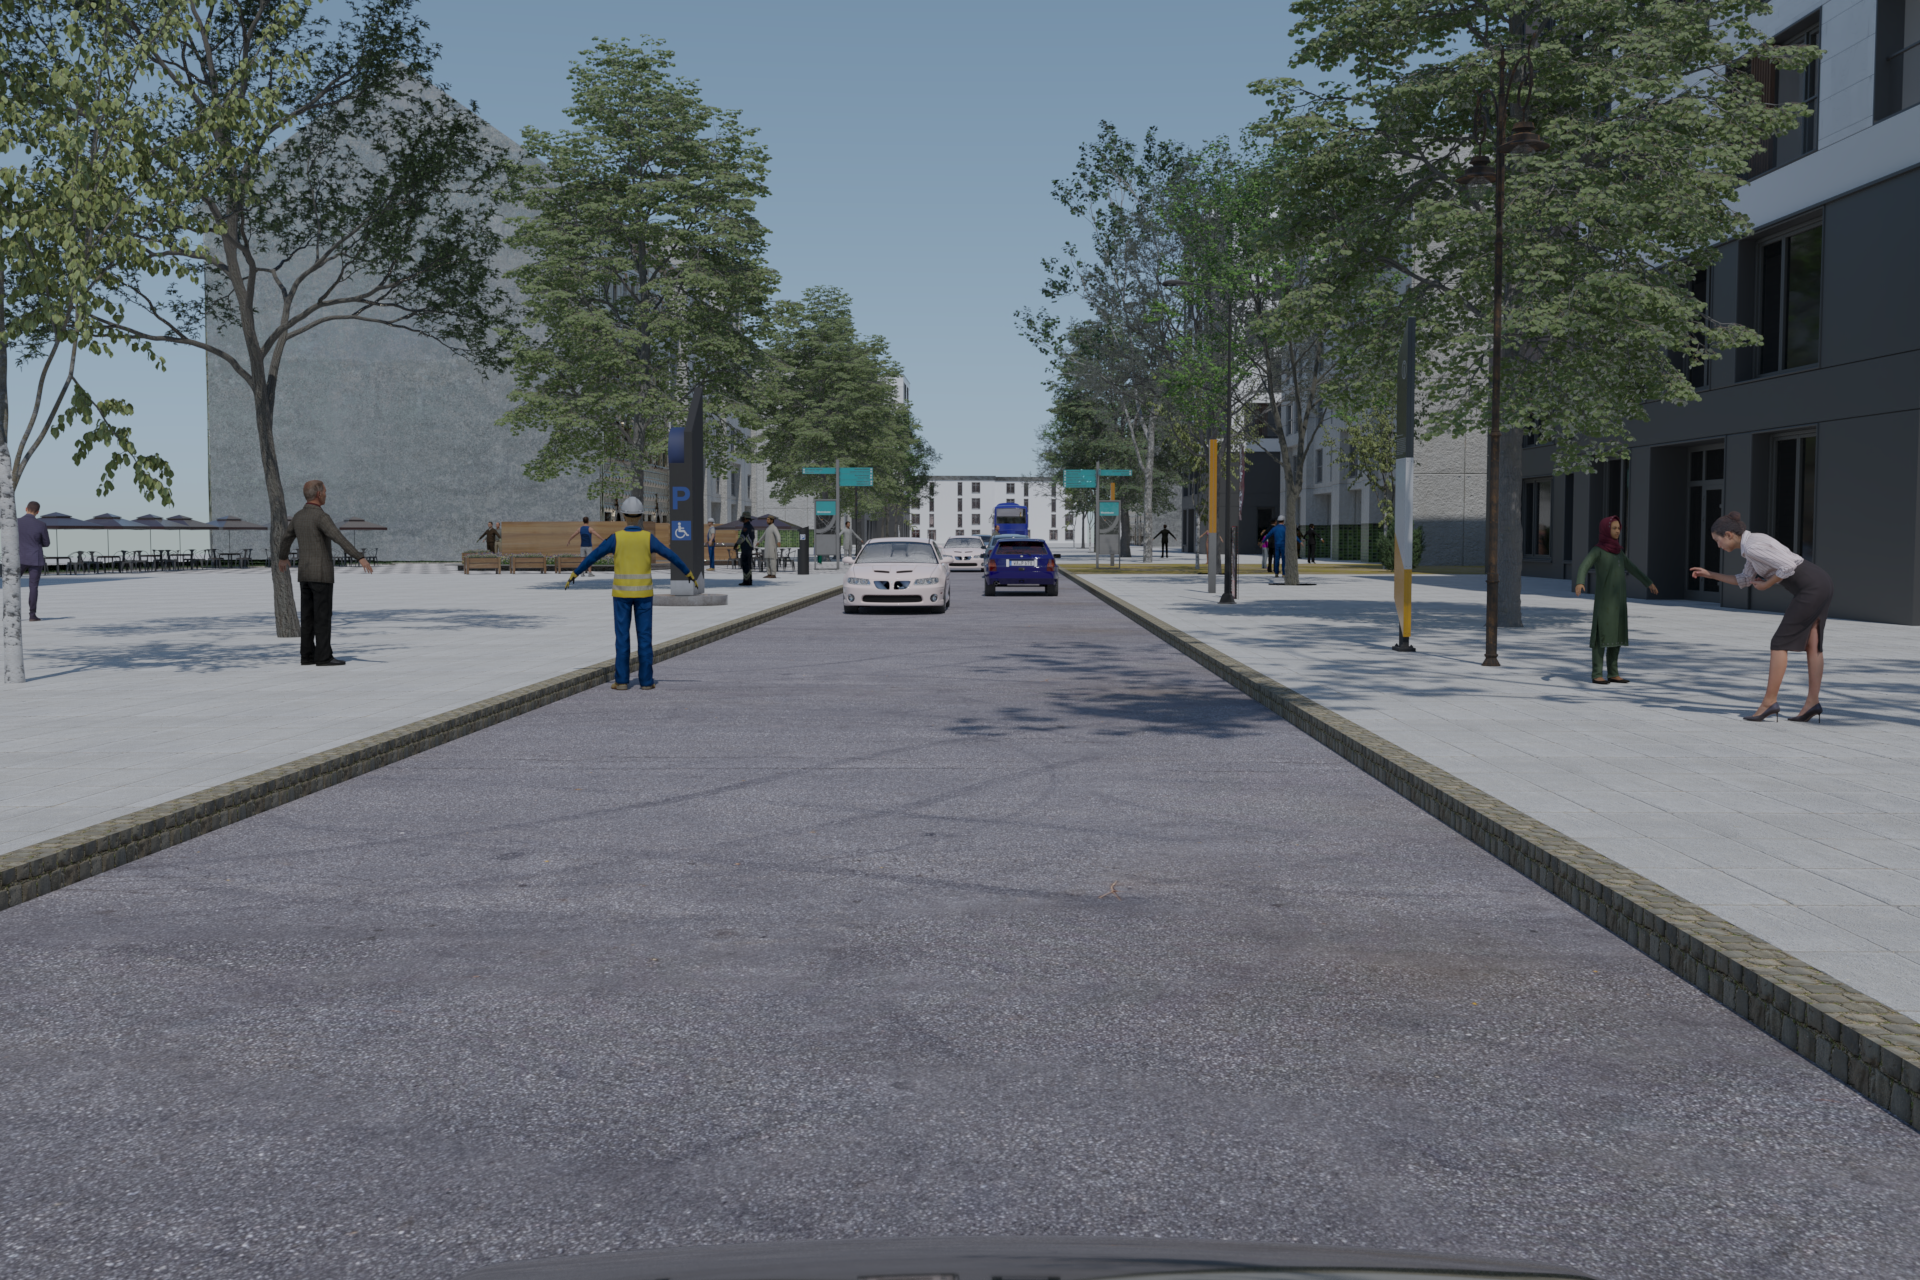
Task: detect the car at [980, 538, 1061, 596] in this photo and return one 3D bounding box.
[{"bbox_3d":[1.447,-1.753,41.239,1.945,1.354,3.894,0,4,1],"label":"car"}]

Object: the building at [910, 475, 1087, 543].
[{"bbox_3d":[4.501,-18.627,249.157,28.070,9.664,9.099,0,4,-6],"label":"building"}]

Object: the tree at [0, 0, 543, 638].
[{"bbox_3d":[-8.687,-5.314,21.299,7.601,10.594,8.767,0,4,8],"label":"tree"}]

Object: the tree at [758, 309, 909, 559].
[{"bbox_3d":[-6.410,-10.413,88.382,7.486,12.596,7.792,0,3,0],"label":"tree"}]

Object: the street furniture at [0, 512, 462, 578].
[{"bbox_3d":[-30.323,-3.645,64.629,14.083,1.986,27.439,1,4,15],"label":"street furniture"}]

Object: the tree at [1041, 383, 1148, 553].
[{"bbox_3d":[9.252,-11.802,118.722,9.928,11.665,9.643,0,3,0],"label":"tree"}]

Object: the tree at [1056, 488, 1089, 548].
[{"bbox_3d":[10.765,-12.914,161.507,4.737,8.622,4.395,0,3,0],"label":"tree"}]

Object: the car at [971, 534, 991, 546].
[{"bbox_3d":[1.265,-5.636,104.155,2.014,1.417,4.499,0,4,1],"label":"car"}]

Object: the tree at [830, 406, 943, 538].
[{"bbox_3d":[-5.547,-11.498,122.399,8.767,10.594,7.601,0,4,-7],"label":"tree"}]

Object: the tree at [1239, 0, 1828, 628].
[{"bbox_3d":[7.646,-6.476,24.014,7.486,12.596,7.792,0,3,0],"label":"tree"}]

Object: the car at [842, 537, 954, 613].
[{"bbox_3d":[-1.145,-1.250,32.797,2.083,1.381,4.827,0,4,1],"label":"car"}]

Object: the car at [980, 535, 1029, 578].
[{"bbox_3d":[1.676,-2.790,57.624,2.014,1.417,4.499,0,4,1],"label":"car"}]

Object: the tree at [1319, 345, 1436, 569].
[{"bbox_3d":[15.269,-6.877,62.809,4.737,8.622,4.395,0,3,0],"label":"tree"}]

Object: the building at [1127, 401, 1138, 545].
[{"bbox_3d":[29.527,-22.798,203.672,19.493,23.208,18.063,0,4,2],"label":"building"}]

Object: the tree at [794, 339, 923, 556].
[{"bbox_3d":[-6.035,-11.213,101.467,7.486,12.596,7.792,0,3,0],"label":"tree"}]

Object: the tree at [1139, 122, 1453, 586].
[{"bbox_3d":[8.322,-7.177,43.105,9.928,11.665,9.643,0,3,0],"label":"tree"}]

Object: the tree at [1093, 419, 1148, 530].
[{"bbox_3d":[9.279,-9.581,107.009,4.360,8.622,3.978,0,3,0],"label":"tree"}]

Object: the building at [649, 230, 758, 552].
[{"bbox_3d":[-24.089,-15.316,116.878,16.747,18.905,31.486,0,4,1],"label":"building"}]

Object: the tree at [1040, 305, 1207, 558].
[{"bbox_3d":[9.018,-11.495,94.595,9.857,13.997,8.962,0,3,0],"label":"tree"}]

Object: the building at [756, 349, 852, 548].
[{"bbox_3d":[-21.244,-19.284,181.743,16.747,18.905,31.486,0,4,2],"label":"building"}]

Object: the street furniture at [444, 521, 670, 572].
[{"bbox_3d":[-14.997,-3.412,62.640,9.812,1.723,11.010,1,4,12],"label":"street furniture"}]

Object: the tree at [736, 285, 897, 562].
[{"bbox_3d":[-6.600,-9.873,79.549,7.486,12.596,7.792,0,3,0],"label":"tree"}]

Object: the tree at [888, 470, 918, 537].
[{"bbox_3d":[-5.311,-12.320,151.792,4.737,8.622,4.395,0,3,0],"label":"tree"}]

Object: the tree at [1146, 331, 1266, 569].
[{"bbox_3d":[8.956,-6.910,63.335,4.737,8.622,4.395,0,3,0],"label":"tree"}]

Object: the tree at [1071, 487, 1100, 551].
[{"bbox_3d":[9.816,-10.994,130.114,4.360,8.622,3.978,0,3,0],"label":"tree"}]

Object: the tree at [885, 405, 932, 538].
[{"bbox_3d":[-5.623,-12.610,131.922,9.928,11.665,9.643,0,3,0],"label":"tree"}]

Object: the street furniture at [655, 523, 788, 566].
[{"bbox_3d":[-12.941,-4.127,74.324,11.010,1.723,9.812,0,4,-8],"label":"street furniture"}]

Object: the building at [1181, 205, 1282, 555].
[{"bbox_3d":[29.591,-17.100,123.566,27.936,21.610,32.646,0,4,1],"label":"building"}]

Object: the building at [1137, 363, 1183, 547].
[{"bbox_3d":[28.549,-21.425,181.227,19.493,23.208,18.063,0,4,2],"label":"building"}]

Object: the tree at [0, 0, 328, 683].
[{"bbox_3d":[-7.921,-3.931,14.639,4.737,8.622,4.395,0,3,0],"label":"tree"}]

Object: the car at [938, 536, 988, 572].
[{"bbox_3d":[0.174,-3.320,66.650,2.083,1.381,4.827,0,4,1],"label":"car"}]

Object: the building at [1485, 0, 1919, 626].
[{"bbox_3d":[27.409,-11.959,39.509,27.936,21.610,32.646,0,4,1],"label":"building"}]

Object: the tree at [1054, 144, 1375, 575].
[{"bbox_3d":[8.070,-8.820,54.583,12.009,13.543,11.850,0,3,0],"label":"tree"}]

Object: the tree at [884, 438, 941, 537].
[{"bbox_3d":[-5.062,-12.748,142.837,7.601,10.594,8.767,-1,4,-23],"label":"tree"}]

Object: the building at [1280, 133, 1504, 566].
[{"bbox_3d":[26.808,-13.376,85.152,16.747,18.905,31.486,0,4,1],"label":"building"}]

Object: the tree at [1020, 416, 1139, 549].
[{"bbox_3d":[10.777,-14.700,150.710,12.009,13.543,11.850,0,3,0],"label":"tree"}]

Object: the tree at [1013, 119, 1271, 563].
[{"bbox_3d":[8.536,-13.608,78.372,12.611,20.169,13.585,0,3,0],"label":"tree"}]

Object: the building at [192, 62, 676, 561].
[{"bbox_3d":[-25.919,-15.831,89.768,19.493,23.208,18.063,0,4,1],"label":"building"}]

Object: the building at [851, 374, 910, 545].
[{"bbox_3d":[-21.205,-22.970,219.531,27.936,21.610,32.646,0,4,2],"label":"building"}]
